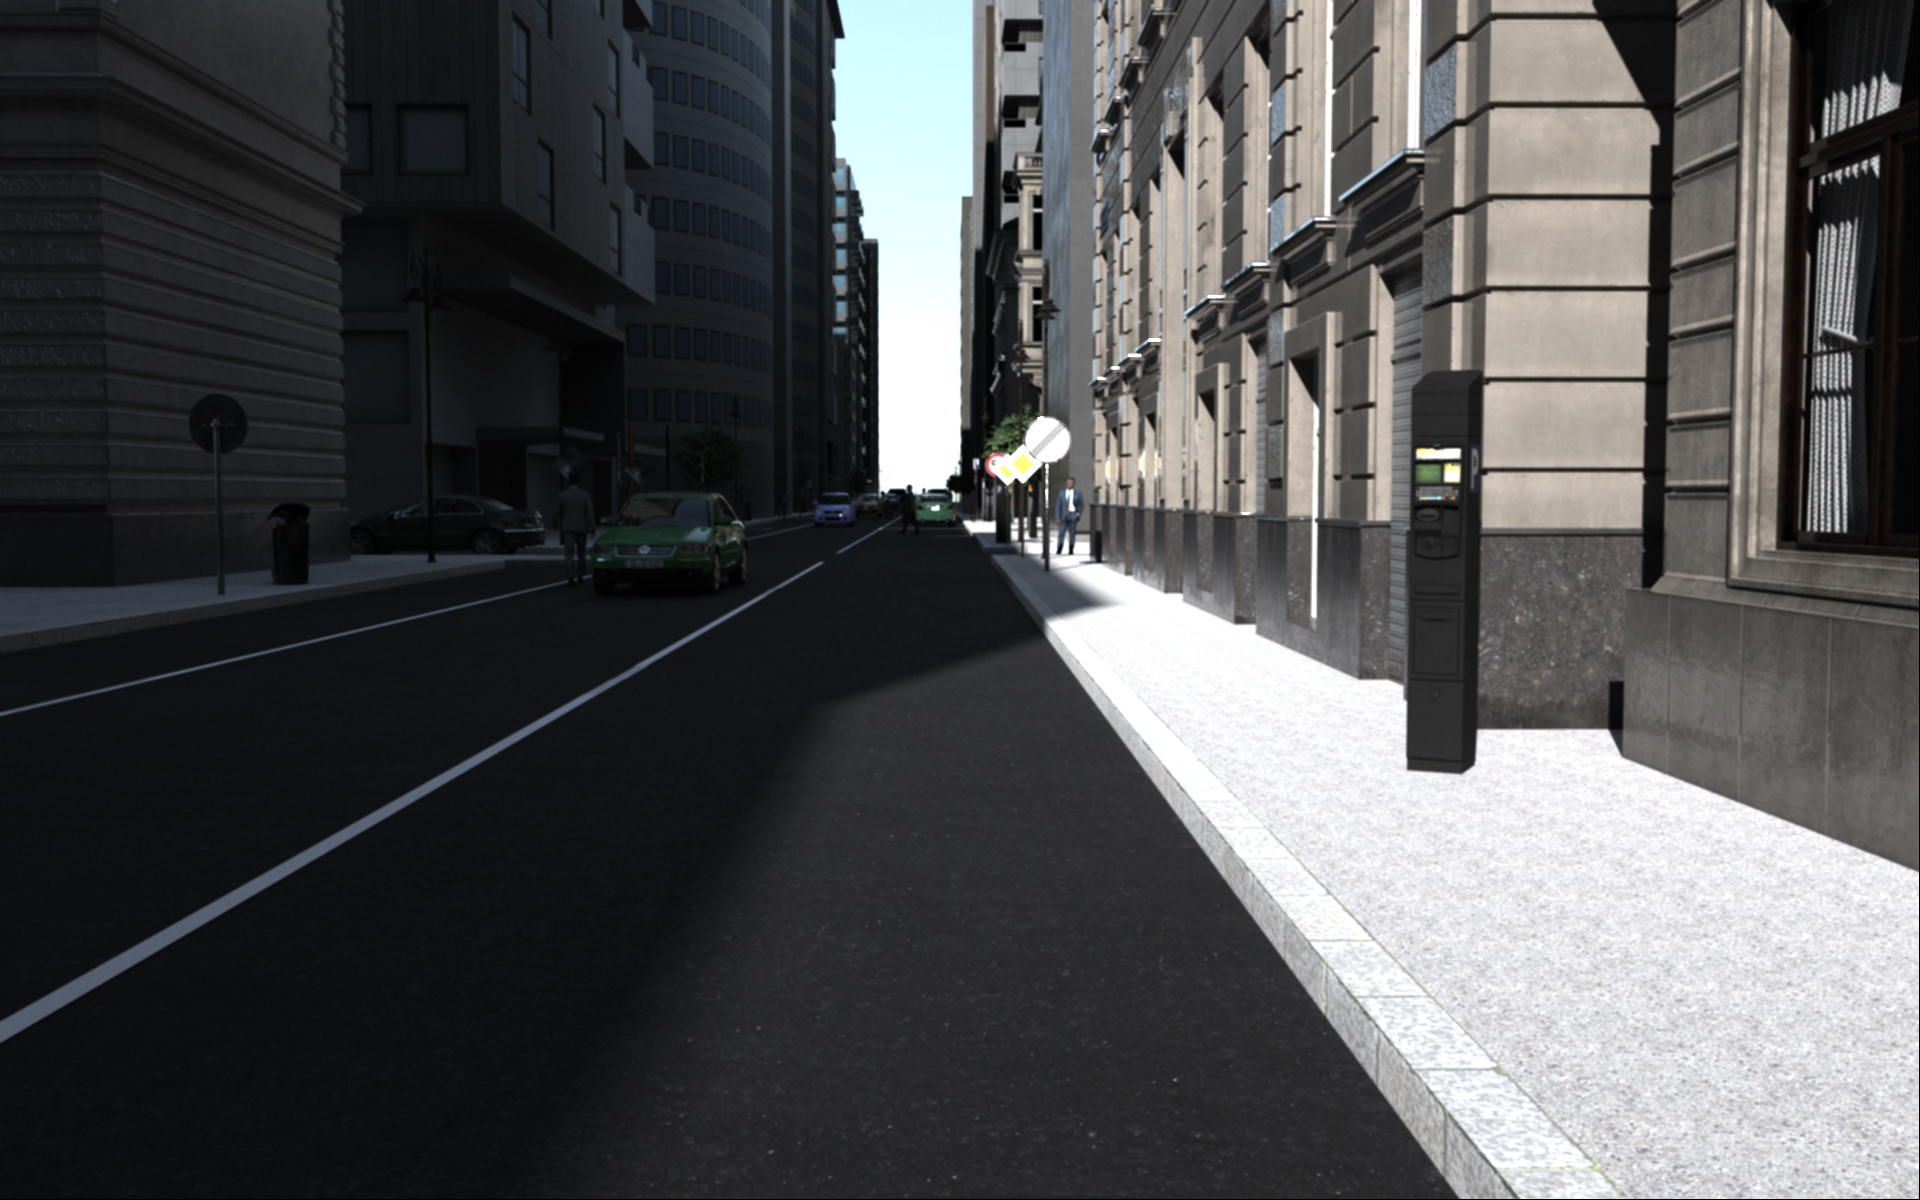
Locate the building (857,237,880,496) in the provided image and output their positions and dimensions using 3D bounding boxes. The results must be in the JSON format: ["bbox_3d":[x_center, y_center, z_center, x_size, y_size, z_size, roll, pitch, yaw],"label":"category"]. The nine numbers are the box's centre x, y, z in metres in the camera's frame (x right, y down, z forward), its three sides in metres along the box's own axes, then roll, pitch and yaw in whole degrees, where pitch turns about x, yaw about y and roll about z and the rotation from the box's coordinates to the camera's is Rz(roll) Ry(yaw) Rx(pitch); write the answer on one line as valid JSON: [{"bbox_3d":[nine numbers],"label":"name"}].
[{"bbox_3d":[-19.834,-35.817,269.209,14.154,41.232,14.086,0,4,-1],"label":"building"}]

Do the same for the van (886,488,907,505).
[{"bbox_3d":[-6.501,-10.759,180.300,2.240,2.365,5.245,0,4,1],"label":"van"}]

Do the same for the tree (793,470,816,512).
[{"bbox_3d":[-11.173,-8.090,126.878,1.663,3.219,1.824,0,3,0],"label":"tree"}]

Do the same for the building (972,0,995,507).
[{"bbox_3d":[11.759,-38.923,178.387,21.231,58.520,28.212,0,4,-1],"label":"building"}]

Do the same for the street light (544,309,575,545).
[{"bbox_3d":[-9.989,-4.316,43.358,0.468,5.910,1.993,0,4,-1],"label":"street light"}]

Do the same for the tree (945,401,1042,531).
[{"bbox_3d":[2.351,-4.734,61.113,4.285,4.588,4.351,0,3,0],"label":"tree"}]

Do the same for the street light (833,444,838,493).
[{"bbox_3d":[-11.168,-11.203,155.963,0.468,5.910,1.993,0,4,-1],"label":"street light"}]

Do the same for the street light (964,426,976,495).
[{"bbox_3d":[0.684,-9.191,123.066,0.468,5.910,1.993,0,4,-1],"label":"street light"}]

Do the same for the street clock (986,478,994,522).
[{"bbox_3d":[1.377,-4.611,79.966,0.358,2.002,0.471,-1,4,-20],"label":"street clock"}]

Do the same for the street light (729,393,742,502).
[{"bbox_3d":[-10.319,-6.541,79.739,0.468,5.910,1.993,0,4,-1],"label":"street light"}]

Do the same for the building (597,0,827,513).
[{"bbox_3d":[-22.694,-36.924,145.703,21.231,58.520,28.212,0,4,-1],"label":"building"}]

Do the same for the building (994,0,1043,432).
[{"bbox_3d":[16.491,-33.458,136.273,28.713,52.752,27.495,0,4,-1],"label":"building"}]

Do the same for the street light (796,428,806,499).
[{"bbox_3d":[-10.867,-8.998,119.912,0.468,5.910,1.993,0,4,-1],"label":"street light"}]

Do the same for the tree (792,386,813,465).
[{"bbox_3d":[-11.433,-9.845,111.328,4.360,8.622,3.978,0,3,0],"label":"tree"}]

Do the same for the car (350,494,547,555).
[{"bbox_3d":[-11.878,-1.675,39.188,4.920,1.459,2.131,0,4,-2],"label":"car"}]

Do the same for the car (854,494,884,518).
[{"bbox_3d":[-5.634,-5.852,105.910,2.015,1.641,3.980,0,4,0],"label":"car"}]

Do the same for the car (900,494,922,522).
[{"bbox_3d":[-2.078,-4.834,90.831,2.131,1.459,4.920,0,4,0],"label":"car"}]

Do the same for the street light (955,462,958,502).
[{"bbox_3d":[-0.074,-13.551,194.347,0.468,5.910,1.993,0,4,-1],"label":"street light"}]

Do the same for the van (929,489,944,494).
[{"bbox_3d":[-2.775,-12.292,205.353,2.240,2.365,5.245,0,4,-2],"label":"van"}]

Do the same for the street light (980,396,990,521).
[{"bbox_3d":[1.189,-6.657,81.623,0.468,5.910,1.993,0,4,-1],"label":"street light"}]

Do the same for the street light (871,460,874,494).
[{"bbox_3d":[-12.029,-16.248,238.439,0.468,5.910,1.993,0,4,-1],"label":"street light"}]

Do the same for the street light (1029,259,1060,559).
[{"bbox_3d":[1.693,-3.757,34.222,0.468,5.910,1.993,0,4,-1],"label":"street light"}]

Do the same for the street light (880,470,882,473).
[{"bbox_3d":[-12.524,-18.476,274.862,0.468,5.910,1.993,0,4,-1],"label":"street light"}]

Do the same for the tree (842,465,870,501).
[{"bbox_3d":[-11.721,-12.941,195.295,4.285,4.588,4.351,0,3,0],"label":"tree"}]

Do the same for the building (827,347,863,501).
[{"bbox_3d":[-26.651,-22.804,217.882,27.650,21.520,28.899,0,4,-1],"label":"building"}]

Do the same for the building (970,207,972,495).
[{"bbox_3d":[8.498,-34.550,248.486,14.154,41.232,14.086,0,4,-1],"label":"building"}]

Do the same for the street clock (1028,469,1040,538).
[{"bbox_3d":[2.136,-2.793,50.239,0.358,2.002,0.471,1,4,10],"label":"street clock"}]

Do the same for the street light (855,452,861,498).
[{"bbox_3d":[-11.729,-14.068,202.797,0.468,5.910,1.993,0,4,-1],"label":"street light"}]

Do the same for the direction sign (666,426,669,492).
[{"bbox_3d":[-9.735,-4.020,57.719,0.379,3.537,0.876,-1,4,-14],"label":"direction sign"}]

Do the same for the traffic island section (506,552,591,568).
[{"bbox_3d":[-7.850,-0.780,35.034,2.009,0.180,2.903,0,4,-1],"label":"traffic island section"}]

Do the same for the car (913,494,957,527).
[{"bbox_3d":[-1.153,-3.940,76.209,2.131,1.459,4.920,0,4,-3],"label":"car"}]

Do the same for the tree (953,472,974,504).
[{"bbox_3d":[0.746,-8.900,140.120,1.663,3.219,1.824,0,3,0],"label":"tree"}]

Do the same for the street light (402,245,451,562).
[{"bbox_3d":[-9.929,-3.644,32.368,0.468,5.910,1.993,0,4,-1],"label":"street light"}]

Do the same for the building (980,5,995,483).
[{"bbox_3d":[9.091,-31.039,157.593,14.600,45.320,14.200,0,4,-1],"label":"building"}]

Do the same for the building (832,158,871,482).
[{"bbox_3d":[-25.008,-38.353,246.683,23.786,49.044,30.456,0,4,-1],"label":"building"}]

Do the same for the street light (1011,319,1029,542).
[{"bbox_3d":[1.604,-4.468,45.844,0.468,5.910,1.993,0,4,-1],"label":"street light"}]

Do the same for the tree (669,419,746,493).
[{"bbox_3d":[-11.096,-5.652,76.118,4.285,4.588,4.351,0,3,0],"label":"tree"}]

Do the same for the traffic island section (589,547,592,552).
[{"bbox_3d":[-7.938,-1.268,43.019,2.009,0.180,2.903,0,4,-1],"label":"traffic island section"}]

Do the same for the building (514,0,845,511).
[{"bbox_3d":[-26.469,-35.769,174.065,28.713,52.752,27.495,0,4,-1],"label":"building"}]

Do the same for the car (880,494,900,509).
[{"bbox_3d":[-6.673,-9.427,164.355,2.015,1.641,3.980,0,4,0],"label":"car"}]

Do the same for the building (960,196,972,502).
[{"bbox_3d":[10.778,-39.310,266.426,21.300,48.544,21.600,0,4,-1],"label":"building"}]

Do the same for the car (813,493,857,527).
[{"bbox_3d":[-5.542,-4.116,76.891,1.945,1.707,3.694,0,4,-1],"label":"car"}]

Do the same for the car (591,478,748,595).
[{"bbox_3d":[-4.318,-1.060,26.121,1.959,1.807,4.718,0,4,1],"label":"car"}]

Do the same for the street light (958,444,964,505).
[{"bbox_3d":[0.318,-11.371,158.707,0.468,5.910,1.993,0,4,-1],"label":"street light"}]
